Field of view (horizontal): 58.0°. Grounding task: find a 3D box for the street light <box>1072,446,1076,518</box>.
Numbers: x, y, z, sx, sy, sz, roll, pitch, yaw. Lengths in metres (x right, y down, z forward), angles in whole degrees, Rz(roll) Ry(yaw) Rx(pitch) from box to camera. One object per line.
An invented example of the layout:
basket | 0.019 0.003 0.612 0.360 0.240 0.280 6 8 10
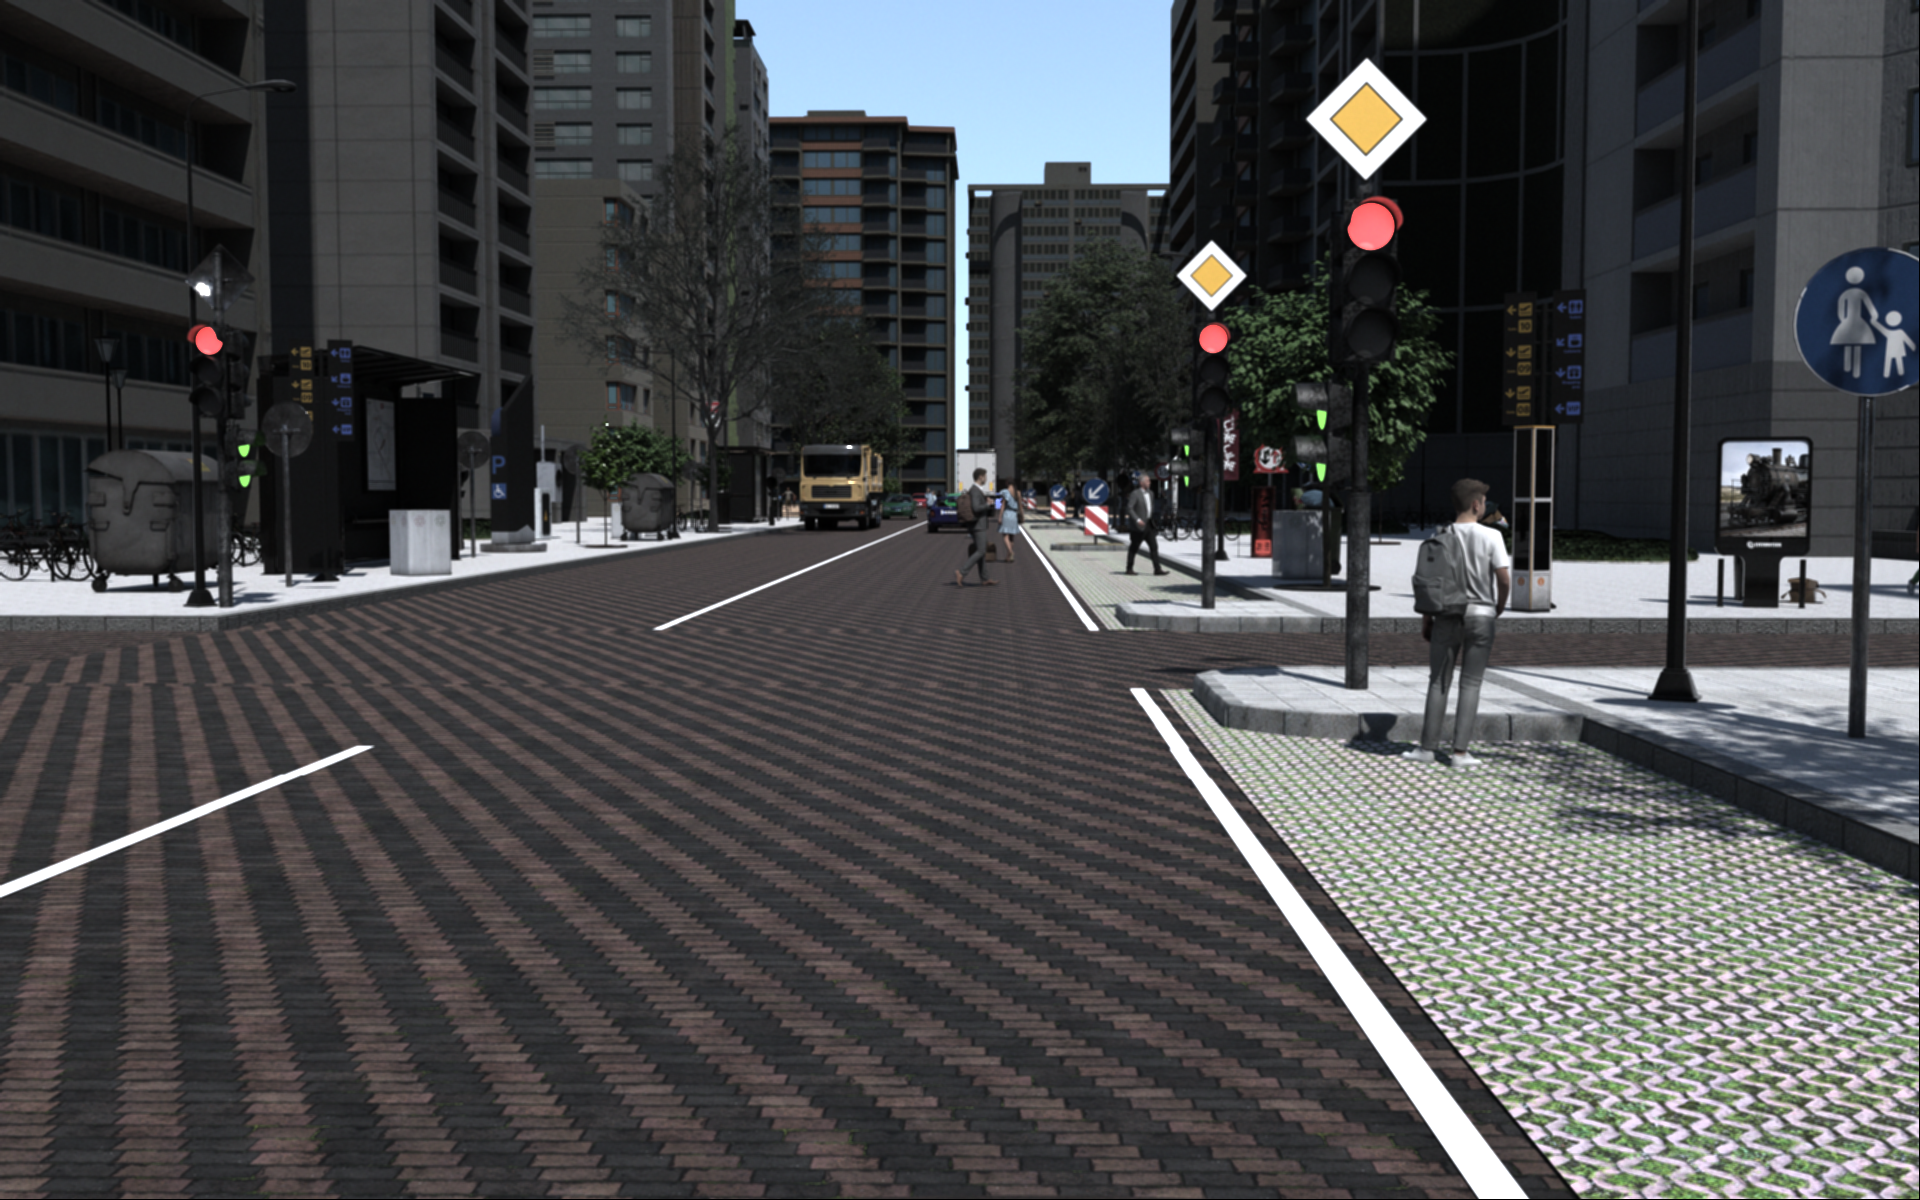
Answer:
street light | 5.749 -7.453 94.390 1.470 5.913 1.316 0 4 1

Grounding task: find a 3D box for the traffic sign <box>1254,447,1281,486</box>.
traffic sign | 7.503 -2.561 41.982 0.768 2.556 0.104 1 4 10

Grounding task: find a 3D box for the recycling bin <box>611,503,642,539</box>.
recycling bin | -9.615 -2.287 49.939 0.722 1.027 0.722 0 4 5

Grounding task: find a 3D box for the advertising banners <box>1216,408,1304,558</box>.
advertising banners | 6.100 -2.350 34.604 2.074 3.025 0.090 1 4 18

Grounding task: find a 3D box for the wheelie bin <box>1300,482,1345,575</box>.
wheelie bin | 5.781 -1.211 27.701 0.693 1.594 0.980 1 4 8

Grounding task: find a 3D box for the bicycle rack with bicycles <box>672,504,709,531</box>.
bicycle rack with bicycles | -10.103 -2.854 60.038 2.852 0.926 2.925 -1 4 -20

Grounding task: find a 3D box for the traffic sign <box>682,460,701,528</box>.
traffic sign | -10.180 -4.013 65.712 0.768 2.556 0.104 1 4 11

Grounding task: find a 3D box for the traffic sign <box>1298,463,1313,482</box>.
traffic sign | 7.512 -2.260 37.060 0.768 2.556 0.104 1 4 9

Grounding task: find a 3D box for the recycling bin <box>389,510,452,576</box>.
recycling bin | -8.559 -0.912 27.471 0.722 1.027 0.722 -3 5 -44

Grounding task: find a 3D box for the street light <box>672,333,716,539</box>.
street light | -7.718 -4.735 49.951 1.470 5.913 1.316 0 4 1

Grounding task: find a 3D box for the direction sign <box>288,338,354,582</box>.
direction sign | -9.345 -2.044 25.419 0.876 3.537 0.379 -1 4 -21

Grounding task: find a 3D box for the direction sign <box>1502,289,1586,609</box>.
direction sign | 6.523 -1.677 19.418 0.876 3.537 0.379 2 4 30

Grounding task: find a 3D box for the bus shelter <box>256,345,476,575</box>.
bus shelter | -10.276 -2.400 30.531 1.731 3.624 6.357 0 4 1

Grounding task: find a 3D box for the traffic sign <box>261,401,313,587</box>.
traffic sign | -9.275 -1.453 23.861 0.768 2.556 0.104 1 4 10

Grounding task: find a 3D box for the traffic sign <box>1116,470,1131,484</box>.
traffic sign | 8.706 -5.634 92.125 0.884 2.594 0.081 0 4 3

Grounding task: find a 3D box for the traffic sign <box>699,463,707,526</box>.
traffic sign | -10.490 -4.282 70.119 0.768 2.556 0.104 0 4 5

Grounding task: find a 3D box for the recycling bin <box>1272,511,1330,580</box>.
recycling bin | 5.157 -0.835 26.207 0.722 1.027 0.722 0 4 -3

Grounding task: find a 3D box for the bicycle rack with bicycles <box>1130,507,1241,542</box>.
bicycle rack with bicycles | 5.983 -2.129 48.185 2.852 0.926 2.925 -3 4 -37

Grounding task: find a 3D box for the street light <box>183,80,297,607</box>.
street light | -8.144 -2.879 19.614 1.470 5.913 1.316 0 4 1

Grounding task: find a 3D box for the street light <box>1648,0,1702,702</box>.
street light | 3.935 -2.333 10.682 1.470 5.913 1.316 0 4 1

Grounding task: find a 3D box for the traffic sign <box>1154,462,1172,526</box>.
traffic sign | 8.132 -4.220 69.105 0.768 2.556 0.104 0 4 8

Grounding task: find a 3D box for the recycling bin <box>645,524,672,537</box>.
recycling bin | -9.057 -2.416 52.050 0.722 1.027 0.722 0 4 -1

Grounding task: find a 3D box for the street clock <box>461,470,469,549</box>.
street clock | -11.616 -2.172 40.082 0.471 2.002 0.358 0 4 7

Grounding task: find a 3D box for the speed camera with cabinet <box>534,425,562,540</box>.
speed camera with cabinet | -11.822 -3.343 49.000 0.660 3.252 2.038 0 4 4

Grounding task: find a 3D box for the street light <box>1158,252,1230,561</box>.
street light | 4.504 -3.720 33.360 1.470 5.913 1.316 0 4 1

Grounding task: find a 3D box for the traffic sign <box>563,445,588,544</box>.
traffic sign | -9.880 -2.731 44.762 0.768 2.556 0.104 0 4 2

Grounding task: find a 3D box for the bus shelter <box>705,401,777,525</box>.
bus shelter | -9.790 -6.080 77.047 2.179 5.291 8.768 0 4 1

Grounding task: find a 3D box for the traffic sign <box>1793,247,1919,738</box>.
traffic sign | 4.727 -0.547 9.052 0.768 2.556 0.104 1 4 10

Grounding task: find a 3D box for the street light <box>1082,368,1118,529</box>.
street light | 5.165 -5.575 63.692 1.470 5.913 1.316 0 4 1

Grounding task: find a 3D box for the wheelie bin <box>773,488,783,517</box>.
wheelie bin | -10.125 -5.324 94.957 0.980 1.594 0.693 2 4 24

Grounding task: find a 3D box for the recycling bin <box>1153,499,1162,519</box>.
recycling bin | 9.422 -4.437 85.100 0.722 1.027 0.722 -2 4 -33

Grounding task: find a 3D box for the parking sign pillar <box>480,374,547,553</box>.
parking sign pillar | -9.927 -3.054 38.405 1.447 3.967 1.447 1 4 13

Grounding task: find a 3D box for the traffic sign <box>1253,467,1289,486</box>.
traffic sign | 7.826 -2.669 43.646 0.884 2.594 0.081 0 4 3

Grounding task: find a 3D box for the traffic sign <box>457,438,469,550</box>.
traffic sign | -11.404 -2.406 39.451 0.768 2.556 0.104 0 4 2

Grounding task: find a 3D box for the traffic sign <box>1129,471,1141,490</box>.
traffic sign | 9.559 -5.761 94.306 0.768 2.556 0.104 1 4 10

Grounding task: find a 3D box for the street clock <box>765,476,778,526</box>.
street clock | -7.649 -4.025 70.378 0.471 2.002 0.358 0 4 6

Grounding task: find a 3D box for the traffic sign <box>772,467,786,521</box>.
traffic sign | -8.658 -5.040 82.512 0.768 2.556 0.104 1 4 9

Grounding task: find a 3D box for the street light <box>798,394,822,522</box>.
street light | -6.795 -6.594 80.349 1.470 5.913 1.316 0 4 1

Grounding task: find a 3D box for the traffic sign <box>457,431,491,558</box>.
traffic sign | -9.829 -2.129 34.908 0.768 2.556 0.104 0 4 8

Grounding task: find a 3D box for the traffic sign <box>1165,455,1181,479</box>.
traffic sign | 7.335 -3.593 58.472 0.795 2.593 0.064 0 4 6

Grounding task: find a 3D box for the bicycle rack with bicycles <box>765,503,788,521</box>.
bicycle rack with bicycles | -9.722 -4.323 84.069 2.852 0.926 2.925 1 4 20
